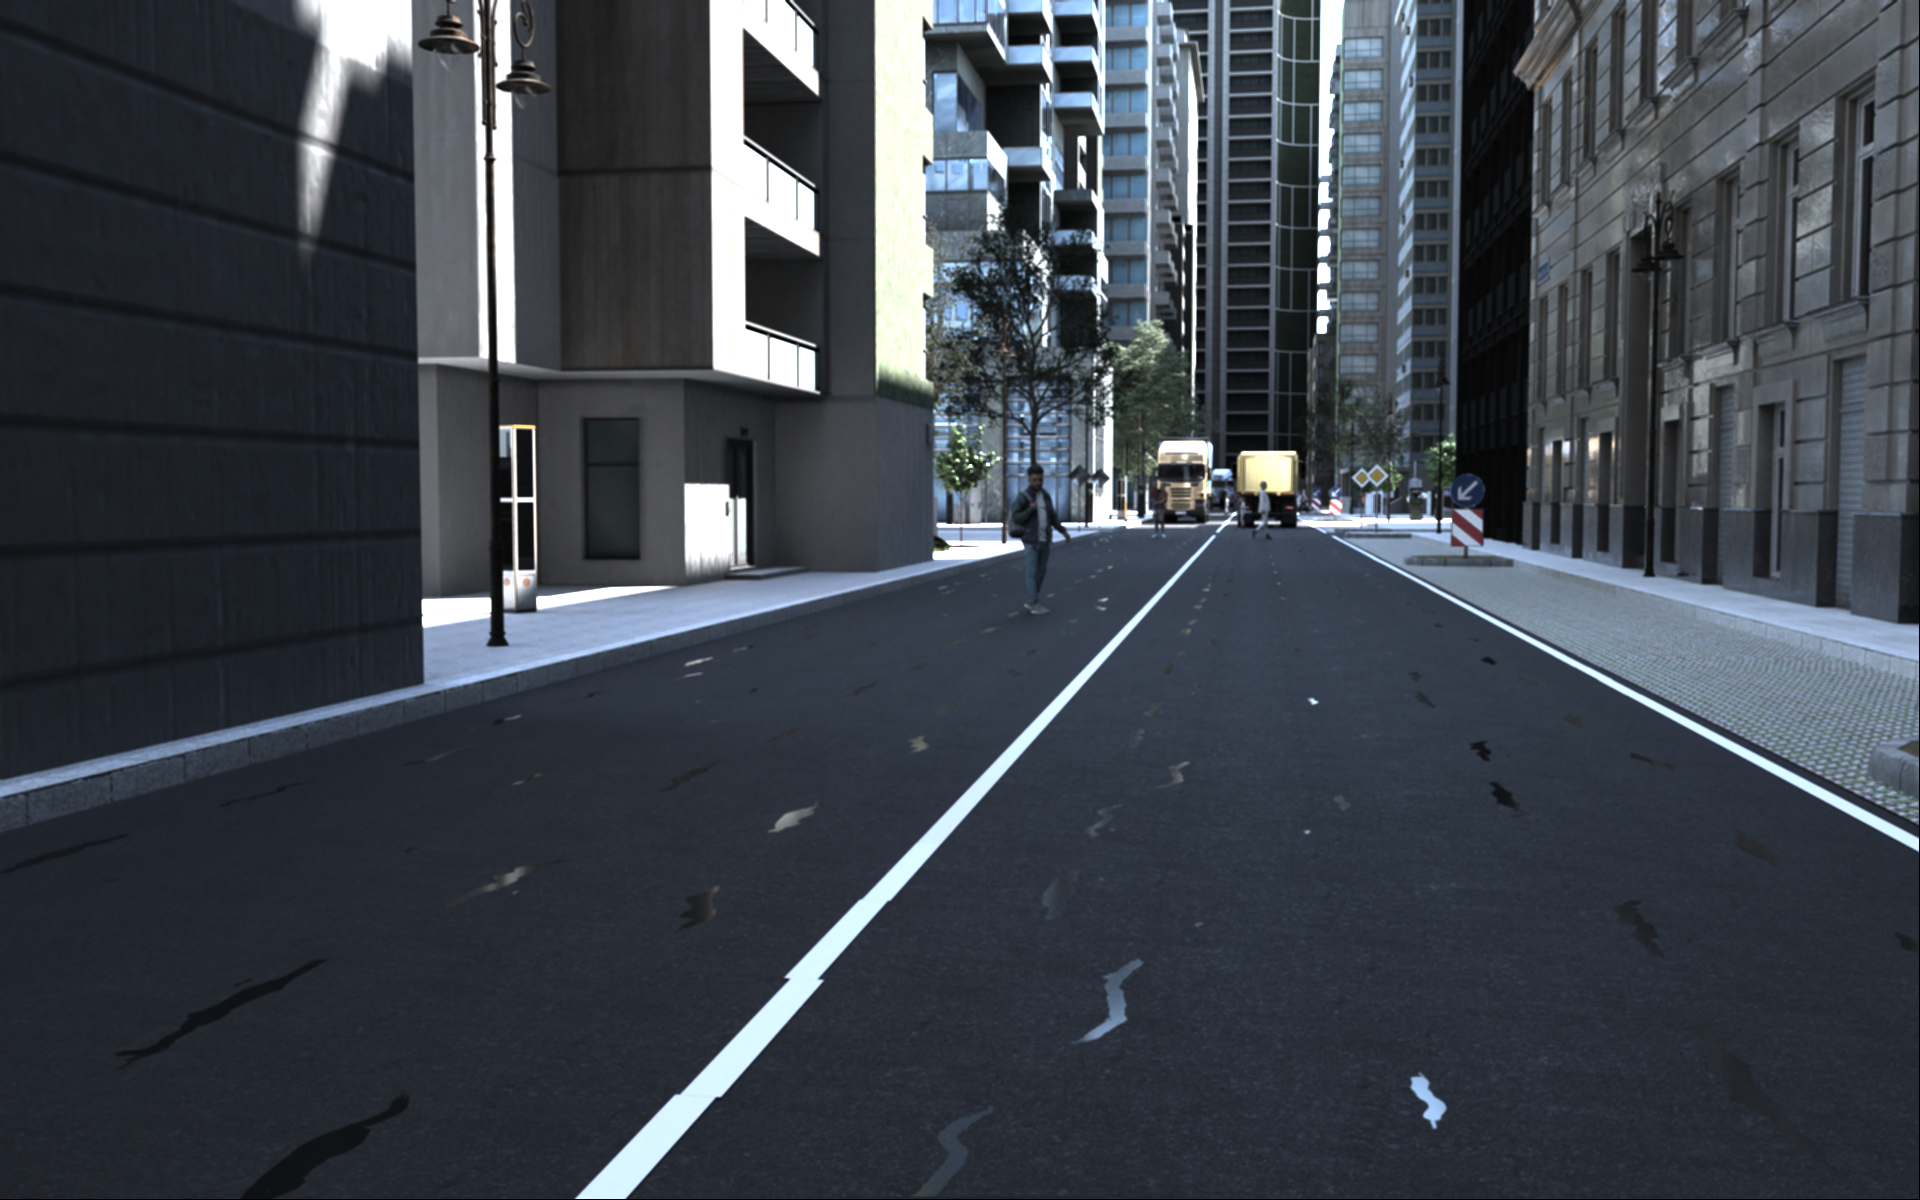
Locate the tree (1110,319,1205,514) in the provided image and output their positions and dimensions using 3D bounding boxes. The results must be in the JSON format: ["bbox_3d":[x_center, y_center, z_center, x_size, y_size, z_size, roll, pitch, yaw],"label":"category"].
[{"bbox_3d":[11.971,-11.873,112.244,7.486,12.596,7.792,0,3,0],"label":"tree"}]

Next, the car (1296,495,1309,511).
[{"bbox_3d":[29.557,-8.525,151.750,2.083,1.381,4.827,0,4,8],"label":"car"}]

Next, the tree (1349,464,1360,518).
[{"bbox_3d":[22.244,-6.118,94.636,1.663,3.219,1.824,0,3,0],"label":"tree"}]

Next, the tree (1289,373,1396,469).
[{"bbox_3d":[29.469,-12.093,132.131,8.767,10.594,7.601,0,4,6],"label":"tree"}]

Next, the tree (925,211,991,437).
[{"bbox_3d":[-1.234,-5.846,45.951,4.360,8.622,3.978,0,3,0],"label":"tree"}]

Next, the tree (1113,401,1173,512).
[{"bbox_3d":[12.932,-10.473,121.598,4.360,8.622,3.978,0,3,0],"label":"tree"}]

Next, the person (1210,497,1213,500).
[{"bbox_3d":[21.265,-8.499,148.240,0.721,1.735,1.217,3,5,44],"label":"person"}]

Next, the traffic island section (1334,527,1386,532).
[{"bbox_3d":[15.114,-2.621,65.136,2.009,0.180,2.903,1,4,10],"label":"traffic island section"}]

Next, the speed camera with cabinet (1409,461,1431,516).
[{"bbox_3d":[27.798,-6.652,103.102,2.038,3.252,0.660,2,4,26],"label":"speed camera with cabinet"}]

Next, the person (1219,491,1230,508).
[{"bbox_3d":[24.817,-9.364,162.322,1.217,1.743,0.721,3,4,37],"label":"person"}]

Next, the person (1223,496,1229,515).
[{"bbox_3d":[18.407,-6.540,119.705,0.394,1.301,0.425,0,4,6],"label":"person"}]

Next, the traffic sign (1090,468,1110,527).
[{"bbox_3d":[5.385,-3.858,66.718,0.795,2.450,0.064,1,4,10],"label":"traffic sign"}]

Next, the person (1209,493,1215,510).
[{"bbox_3d":[22.811,-9.131,157.802,1.348,1.822,0.705,-3,5,-40],"label":"person"}]

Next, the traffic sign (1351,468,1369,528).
[{"bbox_3d":[15.089,-3.757,65.063,0.795,2.450,0.064,1,4,10],"label":"traffic sign"}]

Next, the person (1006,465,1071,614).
[{"bbox_3d":[0.908,-0.732,20.822,0.721,1.781,0.623,3,5,39],"label":"person"}]

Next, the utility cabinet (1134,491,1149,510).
[{"bbox_3d":[14.046,-7.671,134.092,1.173,1.500,0.318,-1,4,-21],"label":"utility cabinet"}]

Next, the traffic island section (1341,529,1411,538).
[{"bbox_3d":[13.782,-2.140,57.262,2.009,0.180,2.903,1,4,10],"label":"traffic island section"}]

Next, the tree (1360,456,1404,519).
[{"bbox_3d":[21.626,-5.723,88.176,1.663,3.219,1.824,0,3,0],"label":"tree"}]

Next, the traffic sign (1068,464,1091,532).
[{"bbox_3d":[4.054,-3.376,58.844,0.795,2.450,0.064,1,4,10],"label":"traffic sign"}]

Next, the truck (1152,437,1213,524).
[{"bbox_3d":[11.391,-6.038,87.629,2.839,4.237,11.283,1,4,10],"label":"truck"}]

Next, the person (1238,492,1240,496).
[{"bbox_3d":[24.088,-8.531,148.702,0.721,1.735,1.217,1,4,9],"label":"person"}]

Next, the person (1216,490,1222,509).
[{"bbox_3d":[25.268,-9.727,167.544,0.705,1.823,1.348,-3,5,-42],"label":"person"}]

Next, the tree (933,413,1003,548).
[{"bbox_3d":[-0.068,-2.881,41.701,1.663,3.219,1.824,0,3,0],"label":"tree"}]

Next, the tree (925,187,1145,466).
[{"bbox_3d":[2.066,-7.277,53.393,7.601,10.594,8.767,0,4,-6],"label":"tree"}]

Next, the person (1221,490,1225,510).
[{"bbox_3d":[24.345,-9.280,160.366,0.705,1.807,1.348,0,4,1],"label":"person"}]

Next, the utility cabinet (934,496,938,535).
[{"bbox_3d":[-1.161,-2.342,49.450,1.020,1.237,0.306,-1,4,-21],"label":"utility cabinet"}]

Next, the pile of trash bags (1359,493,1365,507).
[{"bbox_3d":[30.644,-7.690,135.486,3.447,1.369,1.912,-3,5,-42],"label":"pile of trash bags"}]

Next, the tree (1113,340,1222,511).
[{"bbox_3d":[15.082,-13.719,134.672,12.009,13.543,11.850,0,3,0],"label":"tree"}]

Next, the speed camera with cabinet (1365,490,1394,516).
[{"bbox_3d":[24.829,-6.611,102.426,2.038,3.252,0.660,-3,4,-38],"label":"speed camera with cabinet"}]

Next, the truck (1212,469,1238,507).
[{"bbox_3d":[29.968,-12.555,195.033,2.967,4.110,18.799,1,4,11],"label":"truck"}]

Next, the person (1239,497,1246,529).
[{"bbox_3d":[11.713,-3.616,71.899,0.394,1.301,0.425,-1,4,-17],"label":"person"}]

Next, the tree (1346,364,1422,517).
[{"bbox_3d":[24.022,-9.071,98.681,4.360,8.622,3.978,0,3,0],"label":"tree"}]

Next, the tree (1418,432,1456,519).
[{"bbox_3d":[25.762,-6.553,90.848,4.285,4.588,4.351,0,3,0],"label":"tree"}]

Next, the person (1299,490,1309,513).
[{"bbox_3d":[26.123,-7.495,131.448,0.834,1.777,0.661,2,4,27],"label":"person"}]

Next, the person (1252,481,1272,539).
[{"bbox_3d":[9.579,-2.848,54.940,0.818,1.842,0.514,-1,4,-17],"label":"person"}]

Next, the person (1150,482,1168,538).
[{"bbox_3d":[6.534,-2.976,57.128,0.580,1.828,0.573,-1,4,-12],"label":"person"}]

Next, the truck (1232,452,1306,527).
[{"bbox_3d":[13.877,-5.020,77.996,3.469,3.379,9.791,1,4,10],"label":"truck"}]

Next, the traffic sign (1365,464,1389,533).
[{"bbox_3d":[13.758,-3.275,57.189,0.795,2.450,0.064,1,4,10],"label":"traffic sign"}]

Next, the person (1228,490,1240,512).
[{"bbox_3d":[22.634,-8.136,142.237,1.217,1.743,0.721,0,4,4],"label":"person"}]
